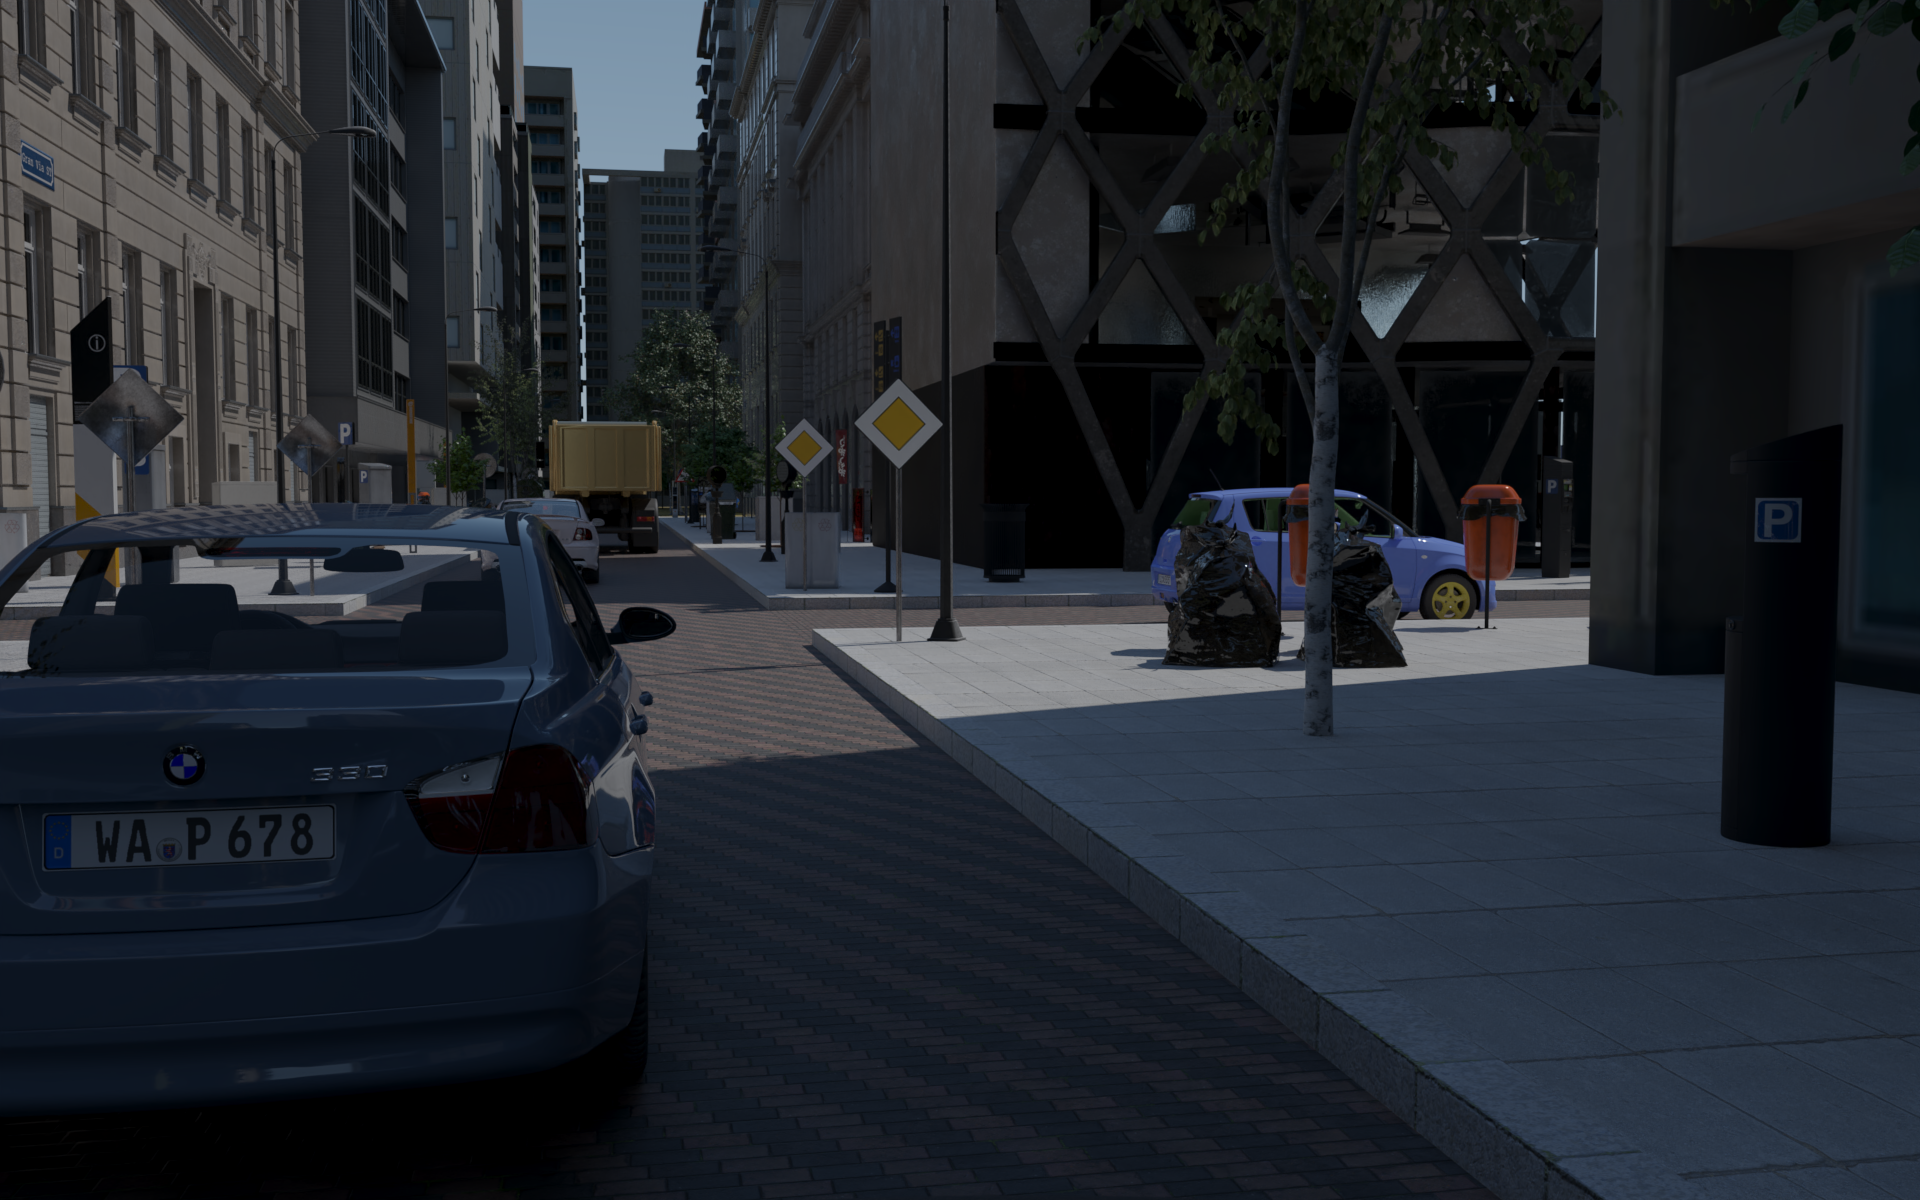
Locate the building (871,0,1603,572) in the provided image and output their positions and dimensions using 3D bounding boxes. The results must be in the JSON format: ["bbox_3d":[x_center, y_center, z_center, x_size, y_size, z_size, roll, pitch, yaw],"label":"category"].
[{"bbox_3d":[7.634,-10.278,35.492,16.811,18.784,16.820,-1,4,-11],"label":"building"}]

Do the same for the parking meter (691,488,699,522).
[{"bbox_3d":[-12.009,-4.289,78.539,0.372,1.533,0.369,0,3,0],"label":"parking meter"}]

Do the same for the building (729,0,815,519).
[{"bbox_3d":[-4.424,-17.663,86.055,12.463,27.353,25.104,-1,4,-11],"label":"building"}]

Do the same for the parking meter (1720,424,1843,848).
[{"bbox_3d":[3.039,0.122,6.414,0.372,1.533,0.369,0,3,0],"label":"parking meter"}]

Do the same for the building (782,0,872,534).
[{"bbox_3d":[1.347,-13.489,62.346,13.314,21.916,24.055,-1,4,-11],"label":"building"}]

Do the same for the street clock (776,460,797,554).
[{"bbox_3d":[-3.685,-1.974,36.851,0.358,2.002,0.471,-3,5,-39],"label":"street clock"}]

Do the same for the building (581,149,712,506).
[{"bbox_3d":[-30.920,-30.959,198.056,23.993,40.220,32.217,-1,4,-11],"label":"building"}]

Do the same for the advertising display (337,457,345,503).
[{"bbox_3d":[-10.961,-1.559,30.708,0.123,1.923,0.974,-1,4,-19],"label":"advertising display"}]

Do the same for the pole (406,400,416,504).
[{"bbox_3d":[-11.869,-2.669,37.486,0.158,3.312,0.155,0,3,0],"label":"pole"}]

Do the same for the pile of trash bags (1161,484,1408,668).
[{"bbox_3d":[2.752,-0.279,14.312,1.912,1.369,3.447,1,4,16],"label":"pile of trash bags"}]

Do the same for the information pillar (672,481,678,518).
[{"bbox_3d":[-15.540,-5.502,94.451,0.304,2.012,0.304,-1,4,-10],"label":"information pillar"}]

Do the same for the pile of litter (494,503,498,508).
[{"bbox_3d":[-22.318,-4.260,83.614,1.719,0.858,1.176,-2,4,-33],"label":"pile of litter"}]

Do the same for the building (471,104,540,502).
[{"bbox_3d":[-38.976,-21.771,127.661,14.160,30.474,14.107,-1,4,-11],"label":"building"}]

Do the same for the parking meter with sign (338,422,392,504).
[{"bbox_3d":[-14.409,-2.844,42.765,0.543,3.016,1.738,2,4,34],"label":"parking meter with sign"}]

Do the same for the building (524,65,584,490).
[{"bbox_3d":[-52.157,-34.487,187.569,21.600,48.544,21.300,-1,4,-11],"label":"building"}]

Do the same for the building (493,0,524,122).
[{"bbox_3d":[-42.835,-30.030,141.105,14.600,45.320,14.200,-1,4,-11],"label":"building"}]

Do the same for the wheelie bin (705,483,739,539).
[{"bbox_3d":[-6.777,-2.525,49.186,0.980,1.594,0.693,-2,4,-28],"label":"wheelie bin"}]

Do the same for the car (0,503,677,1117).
[{"bbox_3d":[-1.872,0.407,5.345,2.014,1.417,4.499,-1,4,-11],"label":"car"}]

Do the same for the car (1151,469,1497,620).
[{"bbox_3d":[3.969,-0.569,18.892,3.694,1.707,1.945,-1,4,-10],"label":"car"}]

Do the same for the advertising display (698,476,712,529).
[{"bbox_3d":[-9.037,-3.525,62.841,0.974,1.923,0.123,1,4,15],"label":"advertising display"}]

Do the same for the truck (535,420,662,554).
[{"bbox_3d":[-9.316,-3.004,45.044,3.469,3.379,9.791,-1,4,-13],"label":"truck"}]

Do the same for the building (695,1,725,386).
[{"bbox_3d":[-12.368,-30.706,156.667,22.147,44.769,28.867,-1,4,-11],"label":"building"}]

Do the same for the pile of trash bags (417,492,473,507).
[{"bbox_3d":[-26.093,-4.755,87.492,1.912,1.369,3.447,1,4,23],"label":"pile of trash bags"}]

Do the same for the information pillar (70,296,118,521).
[{"bbox_3d":[-10.285,-1.790,20.617,0.504,3.616,0.183,0,4,2],"label":"information pillar"}]

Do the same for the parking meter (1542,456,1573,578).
[{"bbox_3d":[9.143,-1.271,26.500,0.255,1.863,0.399,-2,4,-32],"label":"parking meter"}]

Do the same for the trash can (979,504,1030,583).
[{"bbox_3d":[0.646,-0.832,25.256,0.748,1.137,0.748,0,3,0],"label":"trash can"}]

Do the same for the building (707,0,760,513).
[{"bbox_3d":[-6.917,-31.049,127.255,23.786,49.044,30.456,-1,4,-11],"label":"building"}]

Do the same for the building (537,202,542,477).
[{"bbox_3d":[-45.594,-23.639,158.198,14.107,30.474,14.160,-1,4,-11],"label":"building"}]

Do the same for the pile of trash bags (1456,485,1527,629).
[{"bbox_3d":[6.413,-0.393,16.176,3.447,1.369,1.912,1,4,21],"label":"pile of trash bags"}]

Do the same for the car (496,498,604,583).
[{"bbox_3d":[-7.001,-1.016,28.981,2.083,1.381,4.827,-1,4,-13],"label":"car"}]

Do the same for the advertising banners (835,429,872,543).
[{"bbox_3d":[-2.687,-3.053,46.102,0.090,3.025,2.074,-3,5,-40],"label":"advertising banners"}]

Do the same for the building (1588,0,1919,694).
[{"bbox_3d":[17.188,-23.218,3.312,21.300,48.544,21.600,-1,4,-11],"label":"building"}]

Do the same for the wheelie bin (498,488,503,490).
[{"bbox_3d":[-23.684,-4.971,89.180,0.693,1.594,0.980,0,4,3],"label":"wheelie bin"}]

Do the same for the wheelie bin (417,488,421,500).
[{"bbox_3d":[-29.199,-5.184,92.672,0.980,1.594,0.693,1,4,14],"label":"wheelie bin"}]

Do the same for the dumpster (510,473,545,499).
[{"bbox_3d":[-19.829,-4.702,79.375,1.502,2.255,1.985,-1,4,-11],"label":"dumpster"}]

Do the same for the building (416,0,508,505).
[{"bbox_3d":[-42.493,-31.552,105.113,28.713,52.752,27.495,-1,4,-11],"label":"building"}]

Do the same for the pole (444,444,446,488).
[{"bbox_3d":[-19.187,-4.338,64.778,0.158,3.312,0.155,0,3,0],"label":"pole"}]

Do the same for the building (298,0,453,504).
[{"bbox_3d":[-27.145,-14.865,62.116,14.314,24.678,30.058,-1,4,-11],"label":"building"}]

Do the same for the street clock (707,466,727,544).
[{"bbox_3d":[-6.220,-2.432,44.340,0.471,2.002,0.358,-2,4,-31],"label":"street clock"}]

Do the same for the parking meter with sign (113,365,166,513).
[{"bbox_3d":[-11.423,-1.715,24.306,0.543,3.016,1.738,-1,4,-10],"label":"parking meter with sign"}]

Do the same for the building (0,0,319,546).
[{"bbox_3d":[-21.297,-14.509,34.486,12.463,27.353,25.104,-1,4,-11],"label":"building"}]
